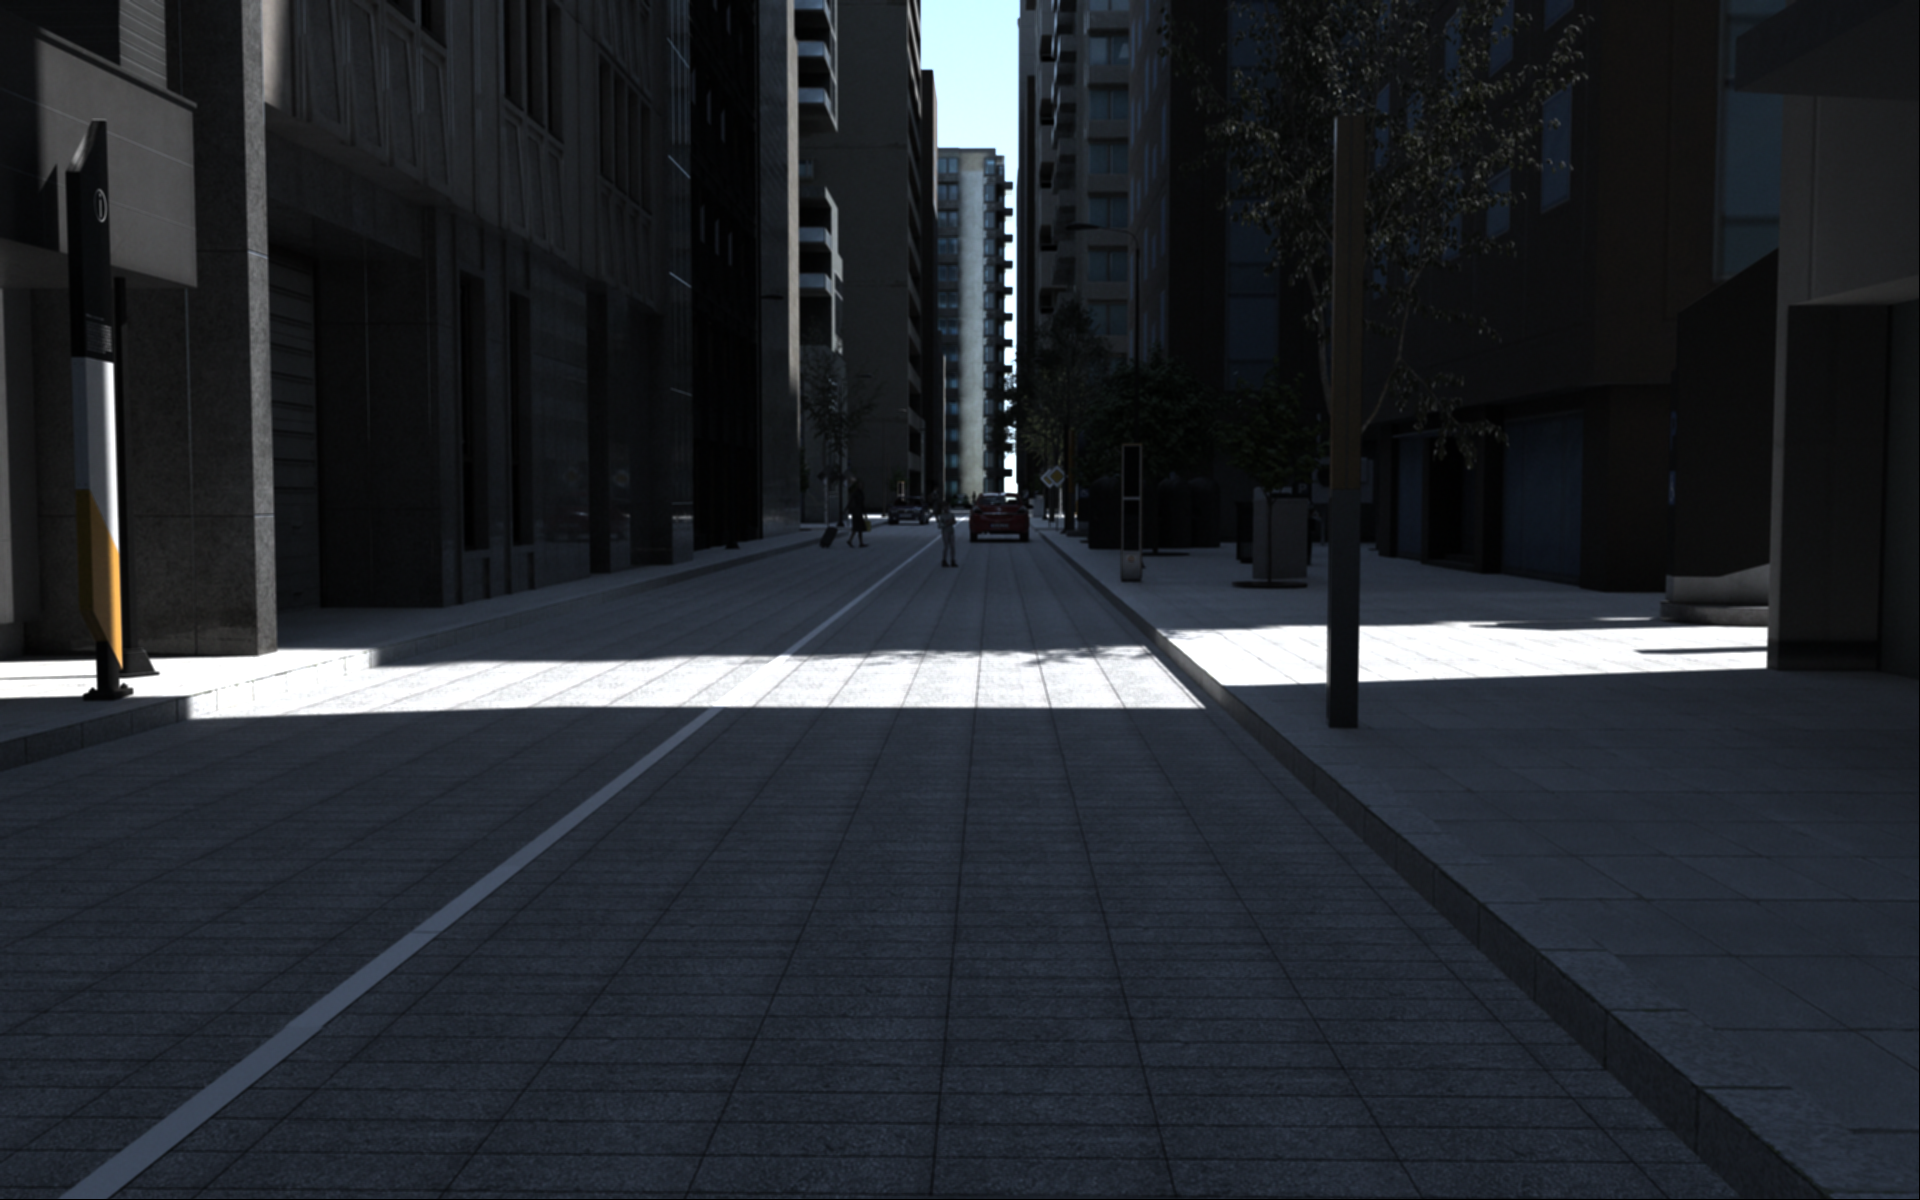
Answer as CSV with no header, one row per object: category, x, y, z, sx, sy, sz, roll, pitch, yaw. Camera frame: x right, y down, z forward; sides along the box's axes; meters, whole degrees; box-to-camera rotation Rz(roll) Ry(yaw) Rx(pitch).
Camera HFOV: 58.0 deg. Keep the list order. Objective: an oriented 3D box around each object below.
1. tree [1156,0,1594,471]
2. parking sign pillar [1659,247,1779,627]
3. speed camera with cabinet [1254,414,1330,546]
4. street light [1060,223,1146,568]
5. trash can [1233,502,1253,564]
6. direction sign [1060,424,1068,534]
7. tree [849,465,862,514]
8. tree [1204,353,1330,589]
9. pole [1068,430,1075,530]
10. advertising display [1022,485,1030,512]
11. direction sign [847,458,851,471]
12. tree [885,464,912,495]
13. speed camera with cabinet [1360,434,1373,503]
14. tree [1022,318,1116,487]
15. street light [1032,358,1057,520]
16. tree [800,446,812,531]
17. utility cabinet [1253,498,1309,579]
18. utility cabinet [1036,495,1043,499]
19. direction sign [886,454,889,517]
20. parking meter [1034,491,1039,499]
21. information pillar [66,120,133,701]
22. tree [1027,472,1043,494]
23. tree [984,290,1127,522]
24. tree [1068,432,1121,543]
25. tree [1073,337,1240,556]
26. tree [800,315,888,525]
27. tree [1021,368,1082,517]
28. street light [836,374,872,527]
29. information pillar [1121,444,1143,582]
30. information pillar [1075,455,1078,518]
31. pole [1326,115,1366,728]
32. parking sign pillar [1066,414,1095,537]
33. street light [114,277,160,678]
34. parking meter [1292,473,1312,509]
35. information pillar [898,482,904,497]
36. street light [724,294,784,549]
tree,3.948,-4.108,17.521,4.360,8.622,3.978,0,3,0
parking sign pillar,7.828,-1.765,17.336,1.447,3.967,1.447,1,4,12
speed camera with cabinet,8.224,-2.936,42.334,2.038,3.252,0.660,-1,4,-16
street light,2.499,-3.502,29.804,1.470,5.913,1.316,0,4,1
trash can,5.441,-1.254,32.152,0.748,1.137,0.748,0,3,0
direction sign,3.418,-3.917,56.040,0.379,3.537,0.876,1,4,11
tree,-7.196,-7.229,112.802,1.663,3.219,1.824,0,3,0
tree,4.411,-1.788,23.835,1.663,3.219,1.824,0,3,0
pole,3.539,-3.741,55.007,0.158,3.312,0.155,0,3,0
advertising display,4.562,-6.993,119.541,0.123,1.923,0.974,-2,4,-26
direction sign,-7.161,-7.172,109.256,0.379,3.537,0.876,2,4,33
tree,-4.080,-7.196,112.249,1.663,3.219,1.824,0,3,0
speed camera with cabinet,10.837,-3.042,44.073,2.038,3.252,0.660,0,4,6
tree,4.801,-7.423,71.728,4.360,8.622,3.978,0,3,0
street light,3.152,-5.303,59.249,1.470,5.913,1.316,0,4,1
tree,-5.709,-4.051,60.828,1.663,3.219,1.824,0,3,0
utility cabinet,4.883,-0.934,26.429,1.020,1.237,0.306,-3,5,-42
utility cabinet,5.124,-6.118,111.195,0.306,1.237,1.020,0,4,-6
direction sign,-4.066,-6.533,98.819,0.379,3.537,0.876,0,4,-1
parking meter,5.917,-7.655,133.568,0.372,1.533,0.369,0,3,0
information pillar,-5.354,-1.185,10.722,0.183,3.616,0.504,0,4,-7
tree,6.534,-9.262,146.035,1.663,3.219,1.824,0,3,0
tree,4.511,-8.847,79.063,7.601,10.594,8.767,1,4,22
tree,3.623,-3.128,45.750,1.663,3.219,1.824,0,3,0
tree,4.058,-3.226,36.462,4.285,4.588,4.351,0,3,0
tree,-5.346,-7.449,72.151,4.360,8.622,3.978,0,3,0
tree,5.431,-8.998,97.486,4.737,8.622,4.395,0,3,0
street light,-4.108,-5.799,67.355,1.470,5.913,1.316,0,4,1
information pillar,2.518,-1.277,25.369,0.304,2.012,0.304,1,4,8
information pillar,6.381,-6.145,91.827,0.504,3.616,0.183,0,4,-7
pole,2.110,-0.956,9.472,0.158,3.312,0.155,0,3,0
parking sign pillar,3.929,-3.902,52.272,1.447,3.967,1.447,1,4,20
street light,-5.319,-2.416,12.045,1.470,5.913,1.316,0,4,1
parking meter,7.013,-1.826,35.567,0.399,1.863,0.255,1,4,10
information pillar,-3.529,-6.063,103.621,0.304,2.012,0.304,1,4,16
street light,-4.790,-4.148,40.364,1.470,5.913,1.316,0,4,1
